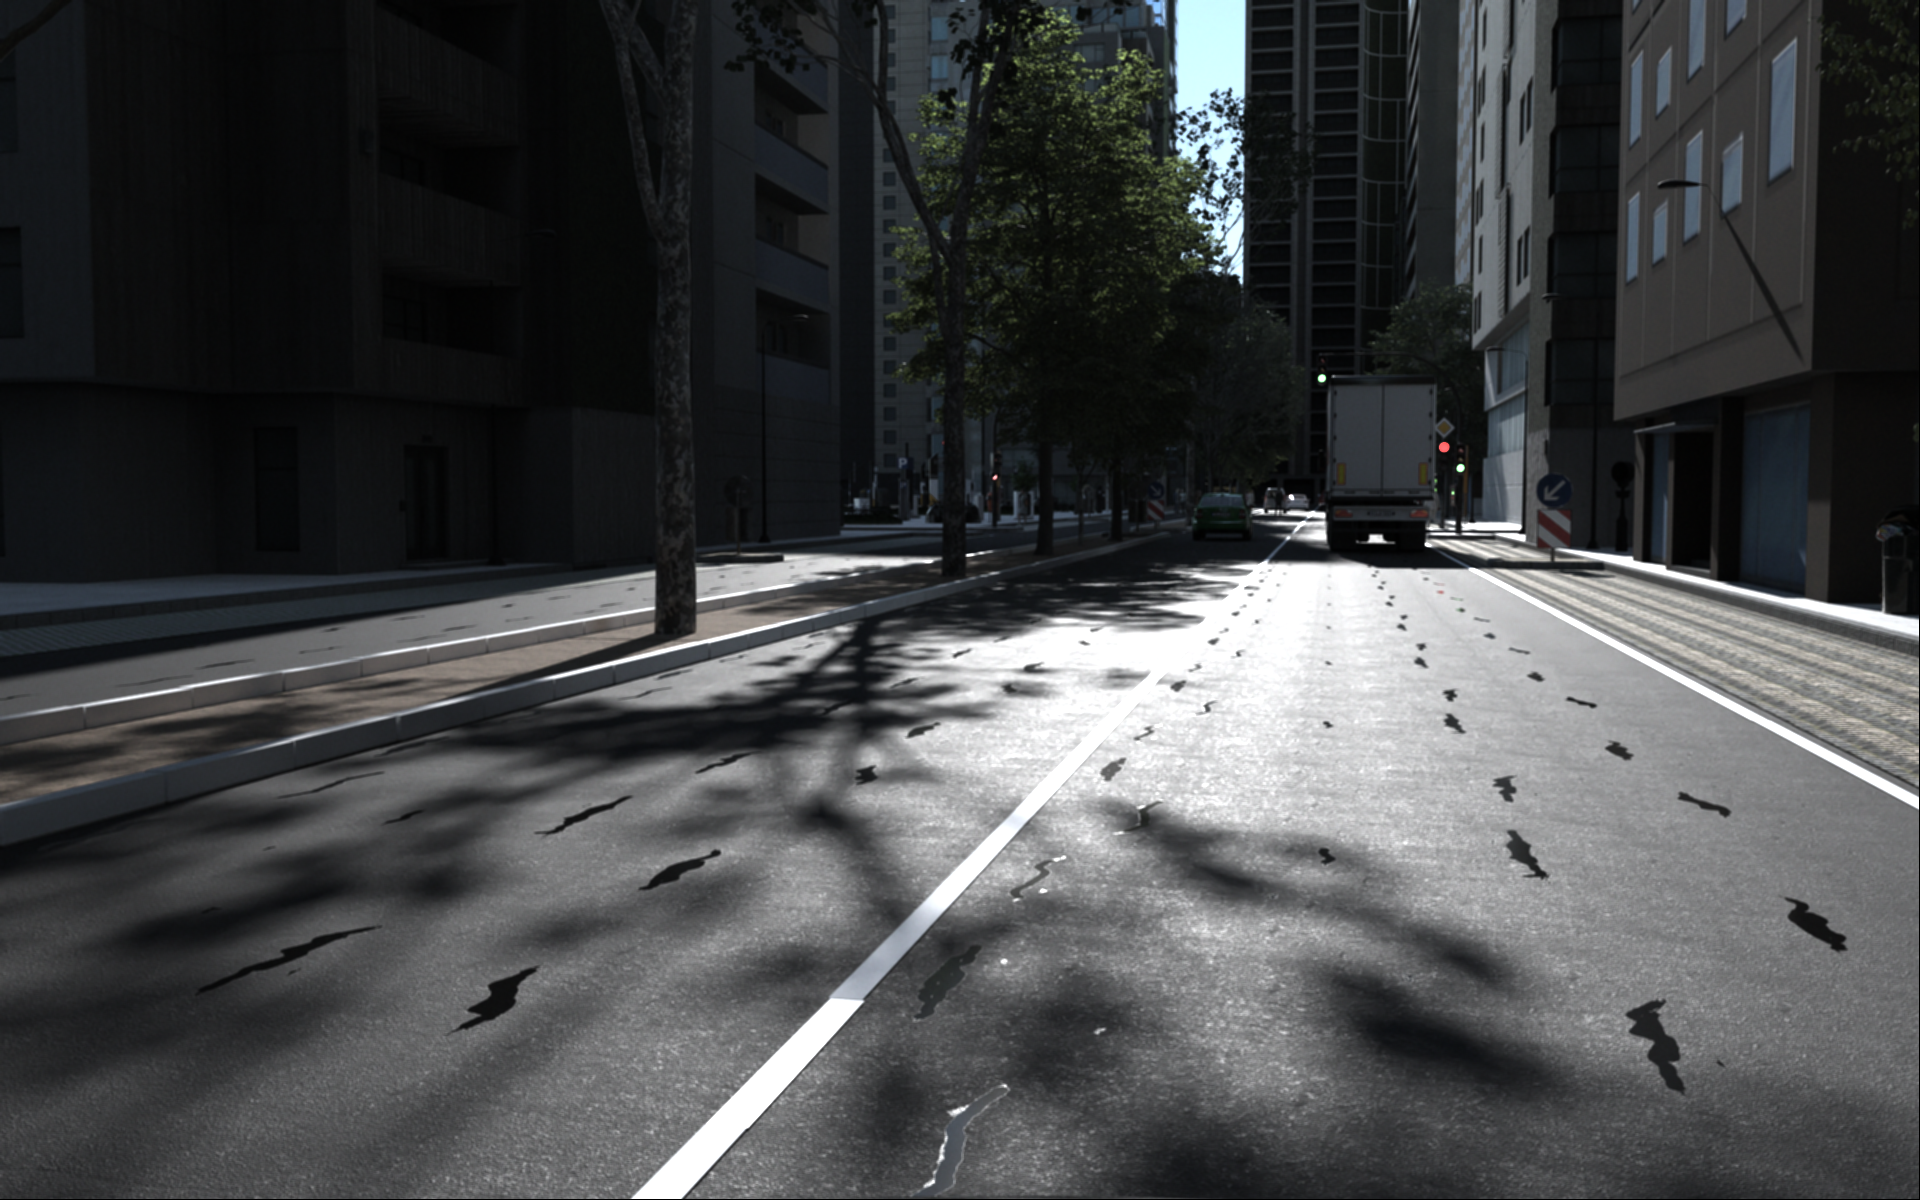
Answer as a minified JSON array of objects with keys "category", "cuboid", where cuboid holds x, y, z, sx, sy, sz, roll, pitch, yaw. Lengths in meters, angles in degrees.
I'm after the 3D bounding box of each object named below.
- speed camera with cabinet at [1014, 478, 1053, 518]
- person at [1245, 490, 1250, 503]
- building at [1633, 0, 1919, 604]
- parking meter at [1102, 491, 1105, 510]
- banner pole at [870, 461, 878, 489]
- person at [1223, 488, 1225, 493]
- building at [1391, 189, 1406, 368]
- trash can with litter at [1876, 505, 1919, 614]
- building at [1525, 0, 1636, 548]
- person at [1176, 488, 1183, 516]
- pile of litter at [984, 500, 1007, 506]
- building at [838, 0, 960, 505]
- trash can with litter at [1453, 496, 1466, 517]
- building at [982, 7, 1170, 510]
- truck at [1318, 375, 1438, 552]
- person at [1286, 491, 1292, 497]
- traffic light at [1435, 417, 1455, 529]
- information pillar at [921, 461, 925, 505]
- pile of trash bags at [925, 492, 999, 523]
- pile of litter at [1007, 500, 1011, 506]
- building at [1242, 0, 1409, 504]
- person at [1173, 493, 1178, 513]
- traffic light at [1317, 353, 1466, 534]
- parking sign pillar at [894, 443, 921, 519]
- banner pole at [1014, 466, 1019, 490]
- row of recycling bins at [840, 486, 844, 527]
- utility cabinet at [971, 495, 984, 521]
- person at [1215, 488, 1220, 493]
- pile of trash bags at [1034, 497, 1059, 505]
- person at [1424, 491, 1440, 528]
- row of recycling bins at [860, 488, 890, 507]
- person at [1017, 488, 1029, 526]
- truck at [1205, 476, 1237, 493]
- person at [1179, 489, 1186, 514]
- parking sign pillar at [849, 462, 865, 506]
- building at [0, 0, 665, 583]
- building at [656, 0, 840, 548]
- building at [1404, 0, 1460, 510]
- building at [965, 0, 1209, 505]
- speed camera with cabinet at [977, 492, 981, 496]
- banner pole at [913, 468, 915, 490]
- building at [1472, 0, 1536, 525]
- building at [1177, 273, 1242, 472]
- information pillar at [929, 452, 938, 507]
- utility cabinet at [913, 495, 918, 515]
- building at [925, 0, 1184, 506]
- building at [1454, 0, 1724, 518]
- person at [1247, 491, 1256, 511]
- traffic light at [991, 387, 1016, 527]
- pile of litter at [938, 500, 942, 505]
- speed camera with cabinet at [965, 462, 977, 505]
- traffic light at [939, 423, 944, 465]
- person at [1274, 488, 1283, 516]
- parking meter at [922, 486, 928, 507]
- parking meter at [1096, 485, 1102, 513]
[{"category":"speed camera with cabinet","cuboid":[3.931,-6.024,92.832,2.038,3.252,0.660,-1,4,-15]},{"category":"person","cuboid":[21.812,-7.481,131.647,0.643,1.720,0.563,-1,4,-23]},{"category":"building","cuboid":[17.982,-22.875,24.111,14.600,45.320,14.200,1,4,12]},{"category":"parking meter","cuboid":[11.197,-7.783,135.657,0.372,1.533,0.369,0,3,0]},{"category":"banner pole","cuboid":[-6.632,-8.729,132.737,0.863,3.779,0.401,1,4,13]},{"category":"person","cuboid":[16.994,-6.308,111.907,0.678,1.792,0.850,2,4,25]},{"category":"building","cuboid":[48.826,-24.037,164.709,14.160,30.474,14.107,1,4,12]},{"category":"trash can with litter","cuboid":[10.157,-0.450,18.740,0.624,1.170,1.055,1,4,18]},{"category":"building","cuboid":[22.495,-16.790,46.214,14.160,30.474,14.107,1,4,12]},{"category":"person","cuboid":[14.178,-6.312,111.885,0.526,1.800,0.537,2,4,32]},{"category":"pile of litter","cuboid":[2.374,-7.201,131.704,1.719,0.858,1.176,-1,4,-15]},{"category":"building","cuboid":[-11.748,-47.305,211.694,20.611,71.187,20.563,1,4,12]},{"category":"trash can with litter","cuboid":[27.947,-5.218,96.701,0.624,1.170,1.055,-1,4,-17]},{"category":"building","cuboid":[10.138,-28.424,148.331,14.154,41.232,14.086,1,4,12]},{"category":"truck","cuboid":[11.086,-3.520,46.466,2.839,4.237,11.283,1,4,11]},{"category":"person","cuboid":[38.737,-11.938,203.618,1.348,1.831,0.705,0,4,-3]},{"category":"traffic light","cuboid":[17.597,-4.539,63.133,0.839,4.253,0.868,1,4,12]},{"category":"information pillar","cuboid":[-2.648,-8.098,123.763,0.183,3.616,0.504,2,4,30]},{"category":"pile of trash bags","cuboid":[0.266,-4.098,76.760,3.447,1.369,1.912,-2,4,-32]},{"category":"pile of litter","cuboid":[3.860,-7.469,136.075,1.719,0.858,1.176,0,4,1]},{"category":"building","cuboid":[48.196,-48.337,228.557,20.611,71.187,20.563,1,4,12]},{"category":"person","cuboid":[16.483,-7.528,131.761,0.721,1.800,0.419,-3,5,-40]},{"category":"traffic light","cuboid":[13.863,-4.951,55.620,4.771,5.953,1.251,1,4,12]},{"category":"parking sign pillar","cuboid":[-2.800,-6.298,91.441,1.447,3.967,1.447,-1,4,-14]},{"category":"banner pole","cuboid":[4.636,-8.988,136.968,0.863,3.779,0.401,0,4,-5]},{"category":"row of recycling bins","cuboid":[-5.528,-3.797,69.200,1.069,1.692,3.534,-2,4,-24]},{"category":"utility cabinet","cuboid":[0.909,-4.459,84.068,0.306,1.237,1.020,-1,4,-11]},{"category":"person","cuboid":[15.790,-5.940,105.804,0.709,1.800,0.728,2,4,28]},{"category":"pile of trash bags","cuboid":[6.642,-7.549,133.179,1.912,1.369,3.447,0,4,-4]},{"category":"person","cuboid":[18.039,-3.527,66.045,0.514,1.842,0.818,-2,4,-31]},{"category":"row of recycling bins","cuboid":[-6.004,-7.053,122.433,1.069,1.692,3.534,-2,4,-31]},{"category":"person","cuboid":[2.792,-4.087,76.325,0.522,1.701,0.512,2,4,34]},{"category":"truck","cuboid":[24.404,-9.973,158.976,3.469,3.379,9.791,1,4,11]},{"category":"person","cuboid":[15.970,-7.057,124.373,0.782,1.767,0.515,3,5,43]},{"category":"parking sign pillar","cuboid":[-8.594,-9.561,144.786,1.447,3.967,1.447,-1,4,-13]},{"category":"building","cuboid":[-14.417,-15.823,30.407,14.160,30.474,14.107,1,4,12]},{"category":"building","cuboid":[-18.363,-31.119,50.801,28.212,58.520,21.231,1,4,12]},{"category":"building","cuboid":[48.916,-31.927,145.711,21.300,48.544,21.600,1,4,12]},{"category":"building","cuboid":[13.643,-54.655,206.284,31.000,86.520,22.319,1,4,12]},{"category":"speed camera with cabinet","cuboid":[1.155,-9.037,142.089,0.660,3.252,2.038,1,4,20]},{"category":"banner pole","cuboid":[-4.118,-9.411,143.881,0.863,3.779,0.401,1,4,14]},{"category":"building","cuboid":[36.151,-29.531,72.064,27.495,52.752,28.713,1,4,12]},{"category":"building","cuboid":[30.128,-28.041,230.179,14.107,30.474,14.160,1,4,12]},{"category":"information pillar","cuboid":[-1.449,-6.411,96.175,0.504,3.616,0.183,-1,4,-23]},{"category":"utility cabinet","cuboid":[-2.848,-5.149,95.355,1.020,1.237,0.306,1,4,18]},{"category":"building","cuboid":[9.613,-33.731,171.108,23.786,49.044,30.456,1,4,12]},{"category":"building","cuboid":[39.965,-28.293,112.698,14.600,45.320,14.200,1,4,12]},{"category":"person","cuboid":[21.874,-7.433,130.389,0.694,1.780,0.624,2,4,35]},{"category":"traffic light","cuboid":[3.412,-5.597,66.175,4.771,5.953,1.251,1,4,12]},{"category":"pile of litter","cuboid":[-1.863,-7.686,139.627,1.176,0.858,1.719,-3,5,-42]},{"category":"speed camera with cabinet","cuboid":[0.324,-6.741,104.551,0.660,3.252,2.038,1,4,12]},{"category":"traffic light","cuboid":[-0.322,-4.272,58.769,0.839,4.253,0.868,1,4,12]},{"category":"person","cuboid":[20.710,-6.391,112.775,0.659,1.850,0.755,-1,4,-12]},{"category":"parking meter","cuboid":[-2.471,-7.109,121.943,0.255,1.863,0.399,-2,4,-27]},{"category":"parking meter","cuboid":[9.227,-6.680,114.922,0.399,1.863,0.255,0,4,-8]}]
